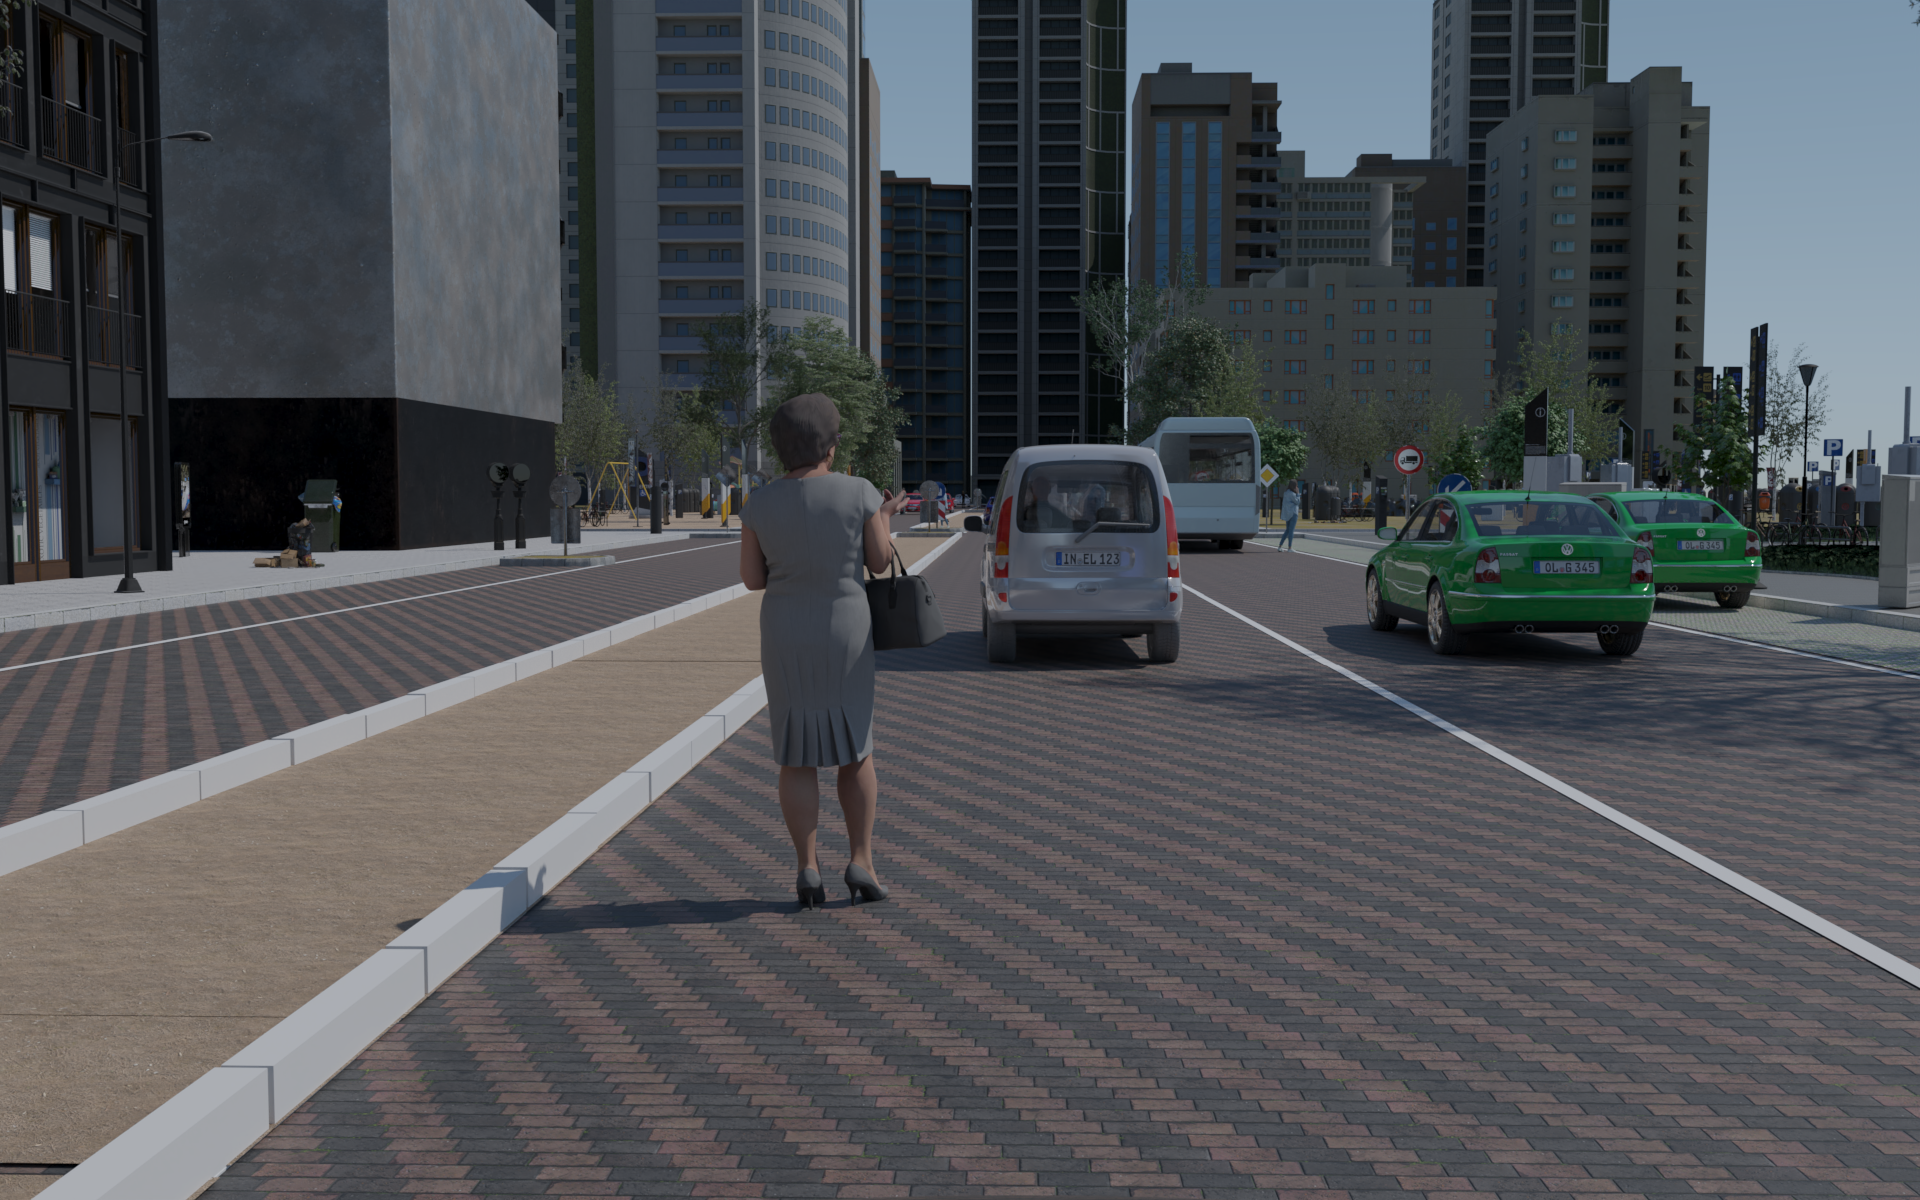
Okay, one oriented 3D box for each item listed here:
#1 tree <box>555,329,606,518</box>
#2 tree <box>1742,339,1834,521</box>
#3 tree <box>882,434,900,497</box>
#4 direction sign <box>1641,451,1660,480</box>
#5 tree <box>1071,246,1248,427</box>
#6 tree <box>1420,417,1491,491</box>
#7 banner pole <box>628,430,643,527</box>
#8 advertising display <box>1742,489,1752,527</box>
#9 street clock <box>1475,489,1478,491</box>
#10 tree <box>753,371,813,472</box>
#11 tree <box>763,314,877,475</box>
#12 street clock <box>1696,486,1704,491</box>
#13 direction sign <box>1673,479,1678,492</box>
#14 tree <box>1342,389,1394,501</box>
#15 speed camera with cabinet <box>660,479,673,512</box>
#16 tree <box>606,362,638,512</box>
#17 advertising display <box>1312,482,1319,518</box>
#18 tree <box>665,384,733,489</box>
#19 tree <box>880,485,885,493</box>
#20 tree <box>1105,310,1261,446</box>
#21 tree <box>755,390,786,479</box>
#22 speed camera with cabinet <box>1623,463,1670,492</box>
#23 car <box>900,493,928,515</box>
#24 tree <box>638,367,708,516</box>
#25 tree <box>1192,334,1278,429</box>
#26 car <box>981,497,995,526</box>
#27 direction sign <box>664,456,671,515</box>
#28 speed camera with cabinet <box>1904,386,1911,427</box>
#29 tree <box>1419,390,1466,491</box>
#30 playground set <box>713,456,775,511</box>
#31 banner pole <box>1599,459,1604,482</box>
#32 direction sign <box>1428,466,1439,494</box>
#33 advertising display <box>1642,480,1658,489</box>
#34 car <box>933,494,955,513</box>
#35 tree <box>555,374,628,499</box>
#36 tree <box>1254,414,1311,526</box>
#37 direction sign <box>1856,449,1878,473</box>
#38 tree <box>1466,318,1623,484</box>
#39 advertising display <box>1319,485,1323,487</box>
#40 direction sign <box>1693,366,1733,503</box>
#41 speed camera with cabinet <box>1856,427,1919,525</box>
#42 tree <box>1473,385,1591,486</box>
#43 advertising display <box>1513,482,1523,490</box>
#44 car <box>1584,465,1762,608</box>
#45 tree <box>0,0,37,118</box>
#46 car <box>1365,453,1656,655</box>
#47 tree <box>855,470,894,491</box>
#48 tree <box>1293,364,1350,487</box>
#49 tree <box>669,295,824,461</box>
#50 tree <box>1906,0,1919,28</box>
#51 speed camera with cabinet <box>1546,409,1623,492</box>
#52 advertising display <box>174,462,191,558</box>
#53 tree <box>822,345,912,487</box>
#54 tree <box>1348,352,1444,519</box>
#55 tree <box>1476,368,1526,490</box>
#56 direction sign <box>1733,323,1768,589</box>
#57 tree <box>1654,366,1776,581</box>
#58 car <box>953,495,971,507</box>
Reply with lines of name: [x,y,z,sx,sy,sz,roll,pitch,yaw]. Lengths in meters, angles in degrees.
tree: [-17.249,-7.461,72.355,4.360,8.622,3.978,0,3,0]
tree: [39.366,-8.110,82.966,4.360,8.622,3.978,0,3,0]
tree: [-7.228,-12.885,161.032,4.360,8.622,3.978,0,3,0]
direction sign: [36.317,-6.063,91.127,0.876,3.537,0.379,1,4,20]
tree: [15.146,-16.919,132.509,12.611,20.169,13.585,0,3,0]
tree: [12.669,-3.003,43.704,1.663,3.219,1.824,0,3,0]
banner pole: [-12.696,-4.737,67.463,0.401,3.779,0.863,-3,5,-43]
advertising display: [29.915,-3.699,65.684,0.974,1.923,0.123,-3,4,-37]
street clock: [33.376,-6.588,112.284,0.471,2.002,0.358,2,4,28]
tree: [-9.661,-9.066,98.599,4.360,8.622,3.978,0,3,0]
tree: [-8.671,-11.711,109.598,7.486,12.596,7.792,0,3,0]
street clock: [41.015,-5.594,96.025,0.471,2.002,0.358,1,4,15]
direction sign: [44.497,-7.056,107.359,0.876,3.537,0.379,-2,4,-30]
tree: [28.582,-10.521,122.381,4.737,8.622,4.395,0,3,0]
speed camera with cabinet: [-18.529,-6.792,105.392,2.038,3.252,0.660,1,4,10]
tree: [-19.511,-8.594,90.878,4.360,8.622,3.978,0,3,0]
advertising display: [19.402,-5.486,94.913,0.123,1.923,0.974,0,4,4]
tree: [-16.866,-10.027,114.299,4.737,8.622,4.395,0,3,0]
tree: [-7.088,-9.492,149.800,1.663,3.219,1.824,0,3,0]
tree: [14.313,-11.683,108.023,9.611,12.733,9.660,0,3,0]
tree: [-12.465,-10.485,121.791,4.737,8.622,4.395,0,3,0]
speed camera with cabinet: [20.137,-3.505,51.641,2.038,3.252,0.660,-1,4,-16]
car: [-3.238,-6.841,120.887,2.155,1.783,4.494,0,4,1]
tree: [-16.645,-9.161,100.146,4.360,8.622,3.978,0,3,0]
tree: [12.826,-7.966,80.604,4.737,8.622,4.395,0,3,0]
car: [1.880,-3.872,75.893,1.945,1.354,3.894,0,4,1]
direction sign: [-17.574,-6.861,104.175,0.379,3.537,0.876,-2,4,-32]
speed camera with cabinet: [17.770,-2.259,31.277,0.660,3.252,2.038,-1,4,-16]
tree: [34.454,-10.587,123.456,4.737,8.622,4.395,0,3,0]
playground set: [-16.970,-8.828,131.118,5.637,4.214,5.302,0,4,1]
banner pole: [43.583,-7.810,117.716,0.401,3.779,0.863,3,5,41]
direction sign: [37.735,-8.929,137.994,0.876,3.537,0.379,2,4,27]
advertising display: [32.025,-4.589,80.238,0.123,1.923,0.974,-2,4,-31]
car: [-1.414,-7.526,132.090,2.155,1.783,4.494,0,4,2]
tree: [-22.143,-9.507,105.795,4.737,8.622,4.395,0,3,0]
tree: [12.752,-5.349,71.175,4.285,4.588,4.351,0,3,0]
direction sign: [45.692,-5.836,87.417,0.876,3.537,0.379,1,4,12]
tree: [24.852,-7.506,73.082,4.737,8.622,4.395,0,3,0]
advertising display: [24.549,-6.877,117.652,0.974,1.923,0.123,-3,5,-41]
direction sign: [13.436,-2.372,30.779,0.876,3.537,0.379,0,4,-4]
speed camera with cabinet: [28.766,-3.610,53.357,2.038,3.252,0.660,2,4,29]
tree: [17.262,-4.194,52.292,4.285,4.588,4.351,0,3,0]
advertising display: [30.222,-5.387,93.284,0.974,1.923,0.123,-1,4,-21]
car: [8.951,-0.872,23.050,1.959,1.807,4.718,0,4,1]
tree: [-11.138,-4.001,15.775,4.360,8.622,3.978,0,3,0]
car: [5.166,-0.489,16.794,1.959,1.807,4.718,0,4,2]
tree: [-7.358,-9.877,145.199,4.285,4.588,4.351,0,3,0]
tree: [21.094,-9.084,98.887,4.360,8.622,3.978,0,3,0]
tree: [-9.796,-8.939,80.573,8.767,10.594,7.601,2,4,34]
tree: [11.924,-6.354,14.265,12.009,13.543,11.850,0,3,0]
speed camera with cabinet: [14.616,-2.840,40.770,2.038,3.252,0.660,-2,4,-35]
advertising display: [-15.872,-1.846,35.389,0.123,1.923,0.974,-1,4,-15]
tree: [-8.309,-13.248,133.619,9.611,12.733,9.660,0,3,0]
tree: [22.793,-8.479,88.987,4.360,8.622,3.978,0,3,0]
tree: [31.785,-9.183,100.498,4.360,8.622,3.978,0,3,0]
direction sign: [10.748,-1.921,23.398,0.379,3.537,0.876,1,4,12]
tree: [11.474,-1.906,25.769,1.663,3.219,1.824,0,3,0]
car: [0.196,-10.958,191.525,2.083,1.381,4.827,0,4,1]
